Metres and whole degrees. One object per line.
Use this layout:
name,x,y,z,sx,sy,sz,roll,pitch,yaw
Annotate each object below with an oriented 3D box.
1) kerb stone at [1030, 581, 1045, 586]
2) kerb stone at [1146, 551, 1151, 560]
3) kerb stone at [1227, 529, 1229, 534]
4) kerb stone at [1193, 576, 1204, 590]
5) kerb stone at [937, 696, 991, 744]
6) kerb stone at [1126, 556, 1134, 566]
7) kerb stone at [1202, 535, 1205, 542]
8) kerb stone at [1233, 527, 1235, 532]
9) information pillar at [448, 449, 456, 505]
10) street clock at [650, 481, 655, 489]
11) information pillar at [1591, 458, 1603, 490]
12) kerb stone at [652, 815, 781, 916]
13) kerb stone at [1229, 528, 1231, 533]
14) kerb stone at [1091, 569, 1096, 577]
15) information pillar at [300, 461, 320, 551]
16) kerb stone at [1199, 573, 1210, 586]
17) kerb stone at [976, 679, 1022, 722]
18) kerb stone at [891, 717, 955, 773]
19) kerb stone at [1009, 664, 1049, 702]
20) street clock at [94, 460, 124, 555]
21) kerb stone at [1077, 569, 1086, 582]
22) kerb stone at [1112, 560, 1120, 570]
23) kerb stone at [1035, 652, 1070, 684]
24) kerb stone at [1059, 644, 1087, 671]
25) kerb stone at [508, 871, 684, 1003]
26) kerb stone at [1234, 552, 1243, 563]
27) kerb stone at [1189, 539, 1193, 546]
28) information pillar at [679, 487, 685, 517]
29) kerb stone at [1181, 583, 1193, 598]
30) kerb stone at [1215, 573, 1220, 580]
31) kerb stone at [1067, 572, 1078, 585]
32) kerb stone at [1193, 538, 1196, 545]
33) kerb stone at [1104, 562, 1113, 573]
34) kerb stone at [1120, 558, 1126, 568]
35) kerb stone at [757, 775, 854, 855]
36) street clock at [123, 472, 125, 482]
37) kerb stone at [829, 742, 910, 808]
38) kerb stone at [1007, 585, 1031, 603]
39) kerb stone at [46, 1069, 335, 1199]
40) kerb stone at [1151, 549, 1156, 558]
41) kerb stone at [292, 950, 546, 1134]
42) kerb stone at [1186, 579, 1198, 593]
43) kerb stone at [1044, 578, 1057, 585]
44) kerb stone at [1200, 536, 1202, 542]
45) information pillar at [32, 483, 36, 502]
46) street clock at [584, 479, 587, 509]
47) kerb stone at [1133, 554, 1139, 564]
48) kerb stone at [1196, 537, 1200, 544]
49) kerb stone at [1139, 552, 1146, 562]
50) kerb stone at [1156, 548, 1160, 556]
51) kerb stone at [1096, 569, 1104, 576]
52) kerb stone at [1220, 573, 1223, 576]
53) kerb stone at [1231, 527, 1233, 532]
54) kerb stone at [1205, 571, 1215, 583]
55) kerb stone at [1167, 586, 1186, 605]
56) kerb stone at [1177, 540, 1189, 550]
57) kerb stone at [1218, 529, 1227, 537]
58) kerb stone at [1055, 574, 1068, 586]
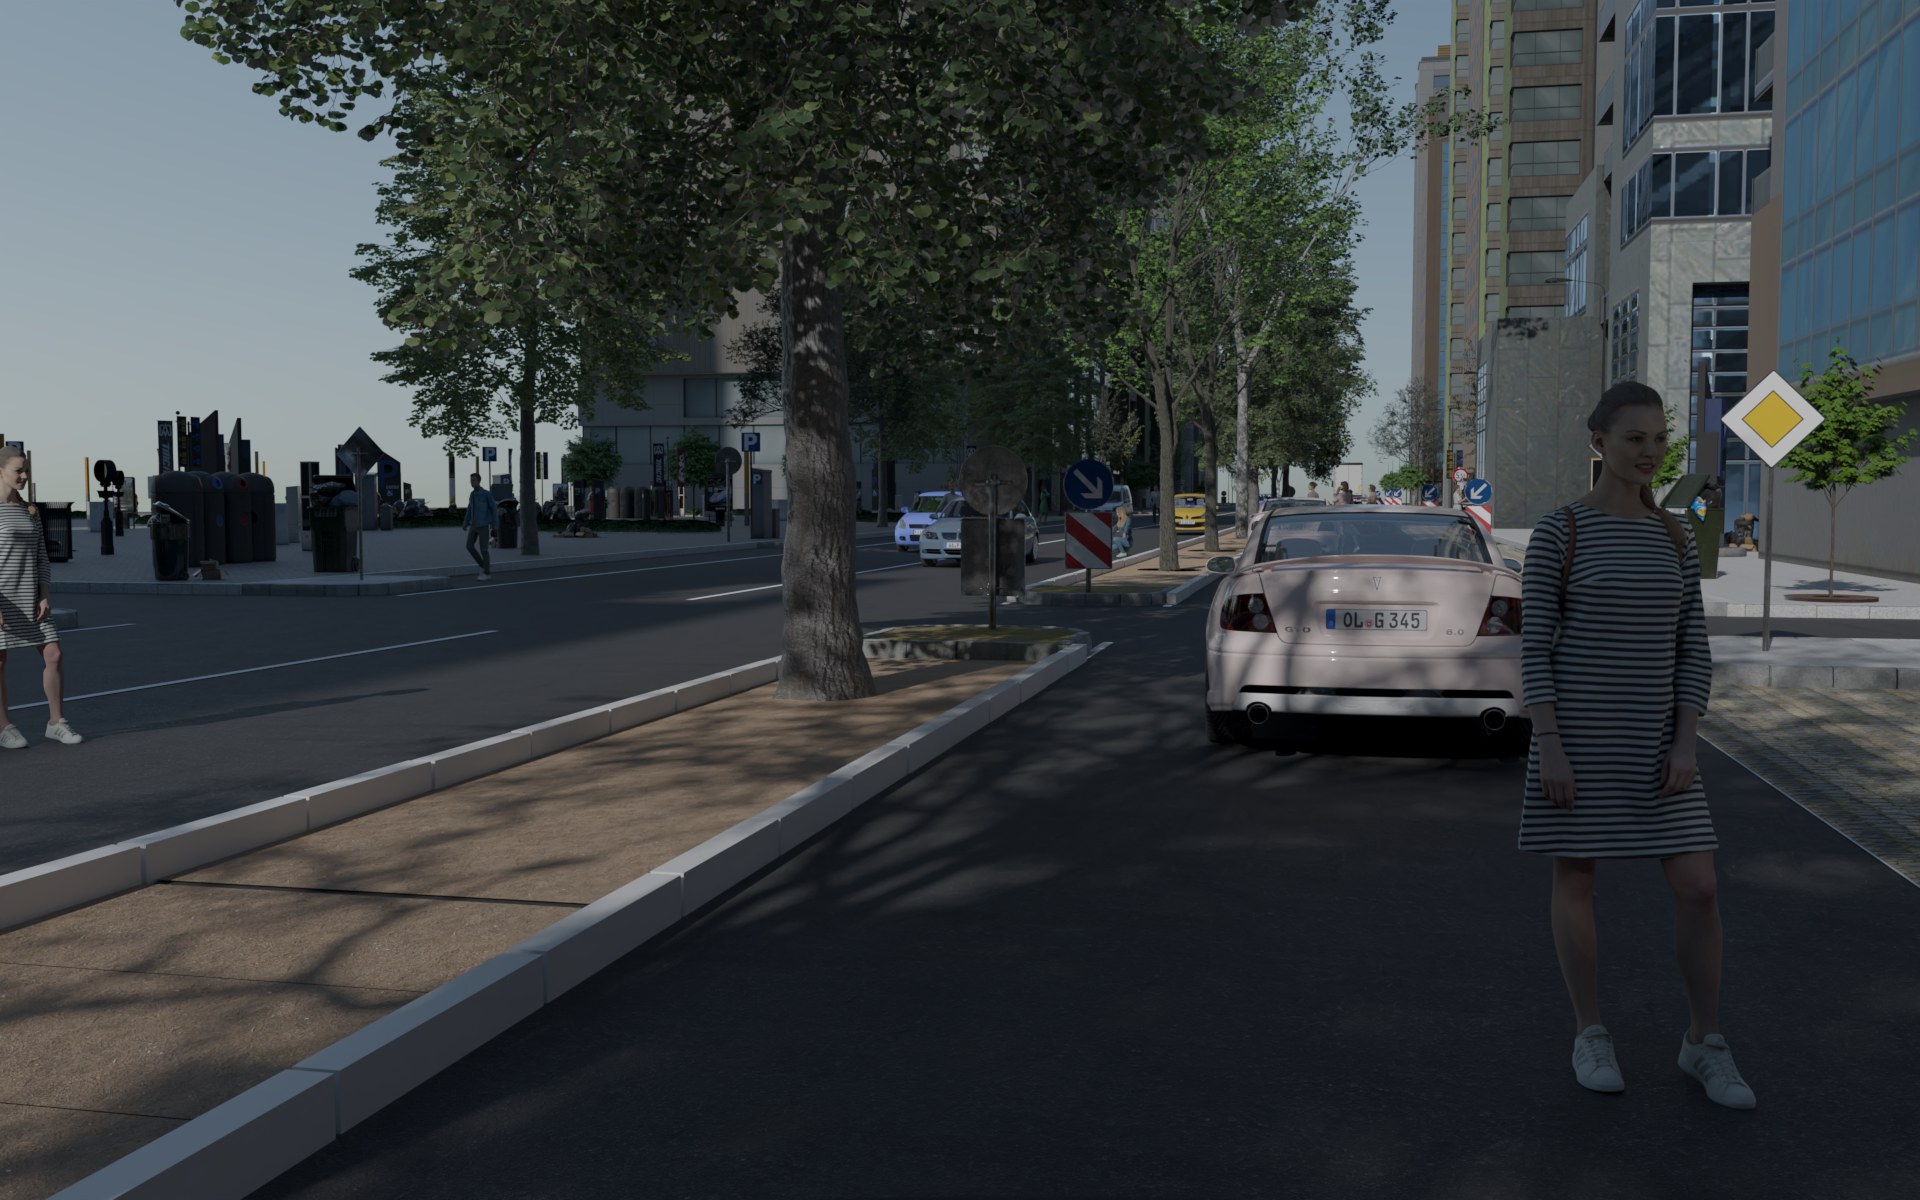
kerb stone,1.015,-0.133,24.366,0.120,0.150,1.000,1,4,13
kerb stone,3.950,-0.928,37.375,0.120,0.150,1.000,1,4,13
kerb stone,9.350,-2.396,61.378,0.120,0.150,1.000,1,4,13
kerb stone,3.516,-0.229,25.932,0.120,0.150,1.000,1,4,13
kerb stone,0.013,0.724,10.362,0.120,0.150,1.000,1,4,13
kerb stone,3.275,-0.741,34.384,0.120,0.150,1.000,1,4,13
kerb stone,7.097,-1.780,51.374,0.120,0.150,1.000,1,4,13
kerb stone,10.026,-2.576,64.388,0.120,0.150,1.000,1,4,13
information pillar,-26.435,-6.040,90.115,0.183,3.616,0.504,1,4,17
street clock,-16.684,-5.485,94.242,0.358,2.002,0.471,-2,4,-25
information pillar,13.129,-1.896,35.485,0.304,2.012,0.304,-3,4,-39
kerb stone,-0.884,0.968,6.366,0.120,0.150,1.000,1,4,13
kerb stone,9.578,-2.458,62.378,0.120,0.150,1.000,1,4,13
kerb stone,2.138,-0.439,29.366,0.120,0.150,1.000,1,4,13
information pillar,-14.592,-2.106,38.922,0.304,2.012,0.304,2,4,23
kerb stone,3.743,-0.290,26.937,0.120,0.150,1.000,1,4,13
kerb stone,0.239,0.663,11.360,0.120,0.150,1.000,1,4,13
kerb stone,-0.209,0.785,9.364,0.120,0.150,1.000,1,4,13
kerb stone,0.472,0.601,12.365,0.120,0.150,1.000,1,4,13
street clock,-18.010,-1.955,36.533,0.471,2.002,0.358,2,4,31
kerb stone,1.923,-0.377,28.367,0.120,0.150,1.000,1,4,13
kerb stone,2.815,-0.623,32.375,0.120,0.150,1.000,1,4,13
kerb stone,0.689,0.540,13.371,0.120,0.150,1.000,1,4,13
kerb stone,0.918,0.482,14.371,0.120,0.150,1.000,1,4,13
kerb stone,-1.109,1.031,5.369,0.120,0.150,1.000,1,4,13
kerb stone,5.995,-0.901,36.925,0.120,0.150,1.000,1,4,13
kerb stone,6.199,-1.535,47.374,0.120,0.150,1.000,1,4,13
information pillar,-15.767,-5.729,98.156,0.304,2.012,0.304,0,4,1
kerb stone,3.076,-0.103,23.930,0.120,0.150,1.000,1,4,13
kerb stone,4.200,-0.408,28.934,0.120,0.150,1.000,1,4,13
kerb stone,1.687,-0.316,27.369,0.120,0.150,1.000,1,4,13
kerb stone,6.424,-1.596,48.372,0.120,0.150,1.000,1,4,13
kerb stone,2.595,-0.555,31.371,0.120,0.150,1.000,1,4,13
kerb stone,3.036,-0.682,33.376,0.120,0.150,1.000,1,4,13
kerb stone,-0.659,0.909,7.363,0.120,0.150,1.000,1,4,13
street clock,-25.586,-2.942,52.674,0.358,2.002,0.471,0,4,-5
kerb stone,-0.438,0.846,8.363,0.120,0.150,1.000,1,4,13
kerb stone,0.788,-0.066,23.358,0.120,0.150,1.000,1,4,13
kerb stone,-1.555,1.153,3.369,0.120,0.150,1.000,1,4,13
kerb stone,4.166,-0.987,38.379,0.120,0.150,1.000,1,4,13
kerb stone,-1.334,1.095,4.371,0.120,0.150,1.000,1,4,13
kerb stone,3.289,-0.167,24.930,0.120,0.150,1.000,1,4,13
kerb stone,1.240,-0.192,25.366,0.120,0.150,1.000,1,4,13
kerb stone,6.874,-1.724,50.376,0.120,0.150,1.000,1,4,13
information pillar,-59.497,-6.521,111.114,0.304,2.012,0.304,0,4,-1
street clock,-17.406,-4.598,79.745,0.358,2.002,0.471,2,4,33
kerb stone,3.495,-0.801,35.382,0.120,0.150,1.000,1,4,13
kerb stone,6.655,-1.659,49.373,0.120,0.150,1.000,1,4,13
kerb stone,3.727,-0.867,36.377,0.120,0.150,1.000,1,4,13
kerb stone,4.394,-1.050,39.375,0.120,0.150,1.000,1,4,13
kerb stone,2.358,-0.500,30.364,0.120,0.150,1.000,1,4,13
kerb stone,4.417,-0.473,29.938,0.120,0.150,1.000,1,4,13
kerb stone,9.803,-2.520,63.391,0.120,0.150,1.000,1,4,13
kerb stone,3.975,-0.347,27.937,0.120,0.150,1.000,1,4,13
kerb stone,2.847,-0.045,22.926,0.120,0.150,1.000,1,4,13
kerb stone,5.970,-1.479,46.376,0.120,0.150,1.000,1,4,13
kerb stone,9.124,-2.335,60.375,0.120,0.150,1.000,1,4,13
kerb stone,1.468,-0.255,26.370,0.120,0.150,1.000,1,4,13
